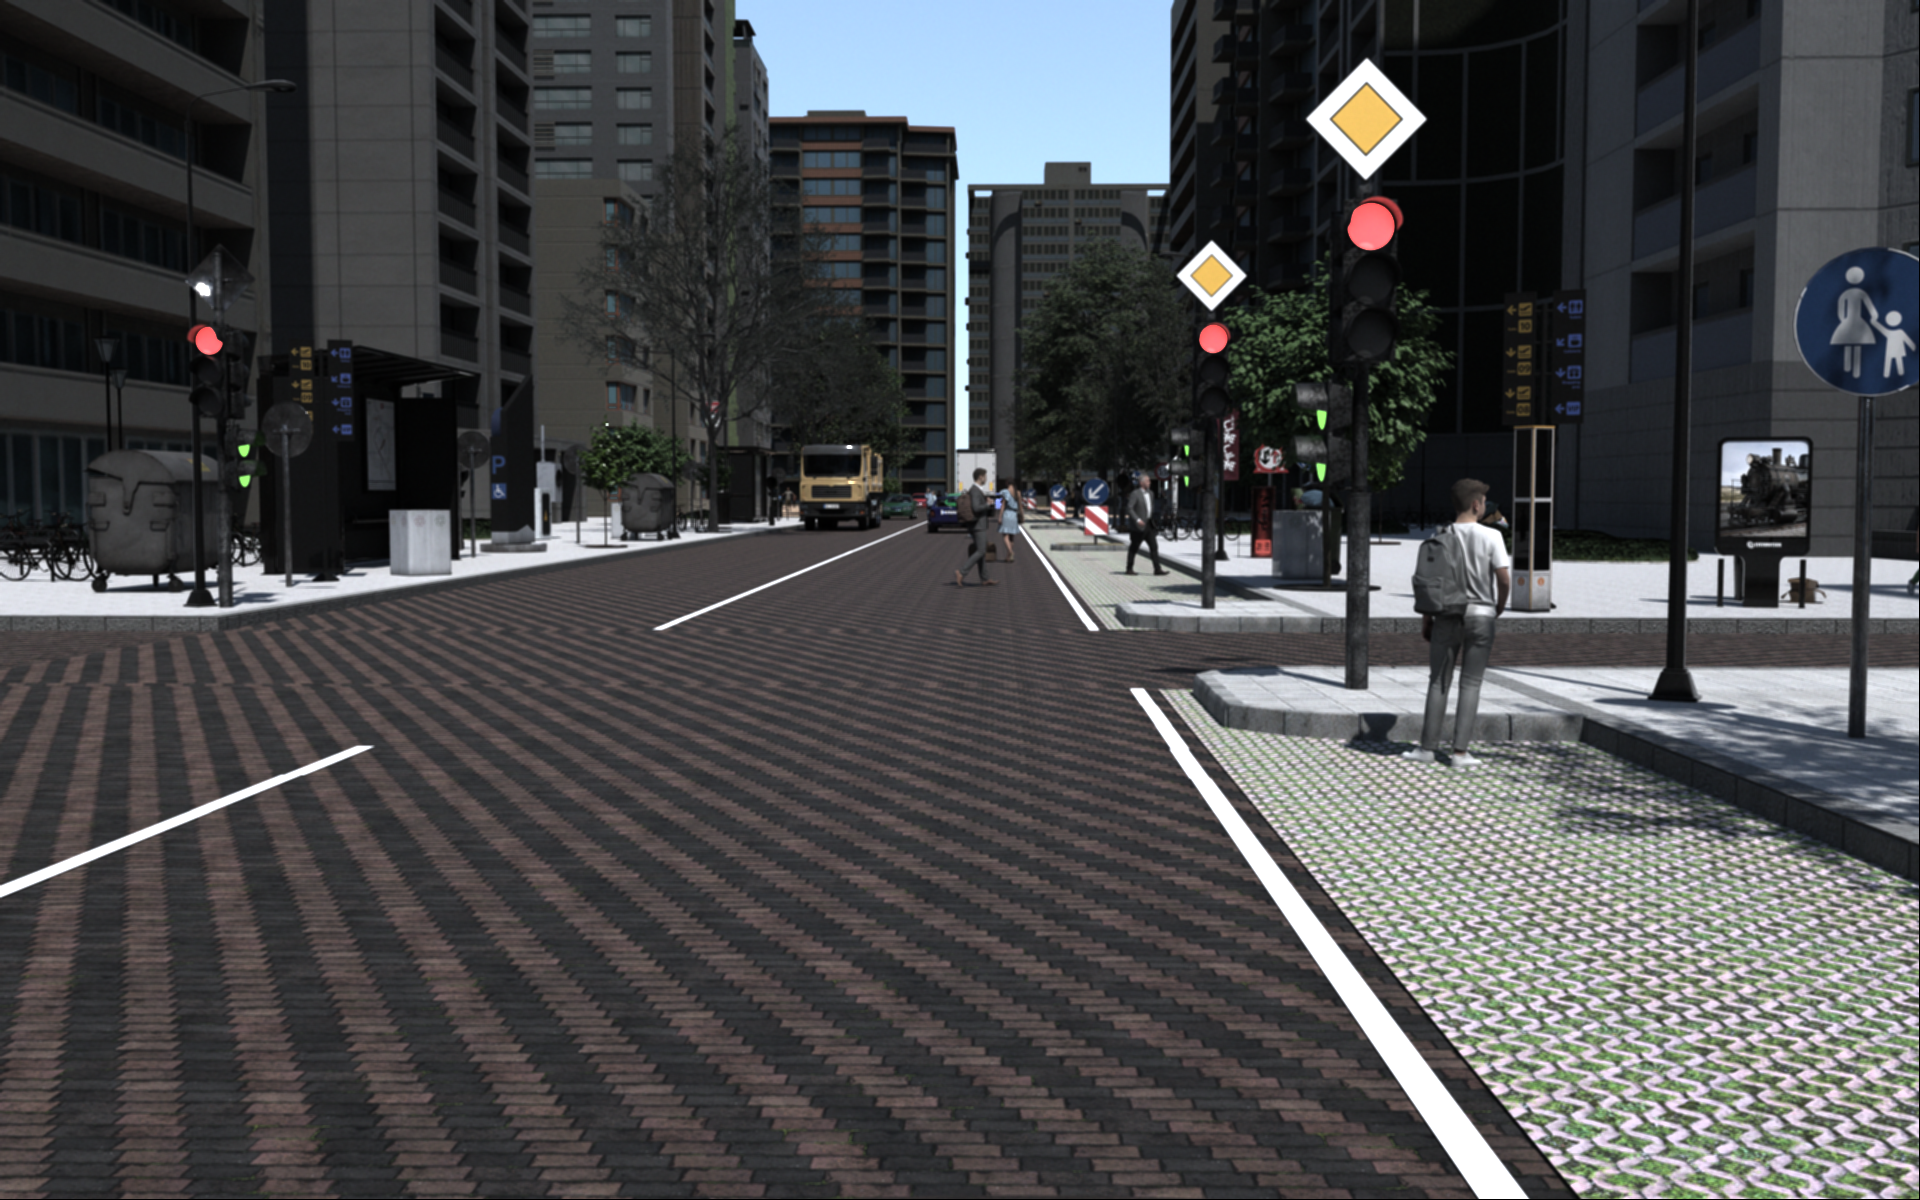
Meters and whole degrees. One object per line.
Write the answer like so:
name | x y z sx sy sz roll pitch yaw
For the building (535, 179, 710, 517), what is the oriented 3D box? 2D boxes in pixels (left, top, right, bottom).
building | -32.125 -16.200 109.913 27.650 21.520 28.899 0 4 1

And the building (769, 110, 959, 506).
building | -14.698 -33.397 200.659 28.867 44.769 22.147 0 4 1

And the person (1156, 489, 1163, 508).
person | 18.340 -9.275 158.415 0.721 1.736 1.217 -2 4 -35

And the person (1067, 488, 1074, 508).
person | 10.541 -9.464 160.871 1.348 1.812 0.705 1 4 20

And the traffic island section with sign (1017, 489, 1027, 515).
traffic island section with sign | 4.920 -6.886 121.217 1.989 1.847 2.006 0 4 1

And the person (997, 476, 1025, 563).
person | 1.083 -1.692 36.258 0.616 1.811 0.778 -1 4 -13

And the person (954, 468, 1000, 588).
person | 0.243 -1.117 26.735 0.822 1.834 0.622 -1 4 -19

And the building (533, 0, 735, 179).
building | -24.833 -27.341 130.617 14.154 41.232 14.086 0 4 1

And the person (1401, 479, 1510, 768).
person | 2.594 0.123 9.089 0.503 1.515 0.523 0 4 -6

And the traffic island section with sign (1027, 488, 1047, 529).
traffic island section with sign | 3.887 -3.820 71.078 1.989 1.847 2.006 0 4 1

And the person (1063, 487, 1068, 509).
person | 8.583 -8.389 143.075 0.599 1.838 0.709 0 4 4

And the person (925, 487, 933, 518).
person | -1.619 -5.171 93.319 0.793 1.790 0.793 2 4 23

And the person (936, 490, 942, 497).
person | -1.770 -7.890 138.327 0.721 1.723 1.217 3 4 37

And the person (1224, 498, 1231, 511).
person | 12.102 -4.535 80.308 0.853 1.813 0.709 1 4 15

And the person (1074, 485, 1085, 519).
person | 6.053 -5.031 88.888 0.643 1.750 0.593 -3 5 -43

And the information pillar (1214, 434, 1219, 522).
information pillar | 9.456 -4.428 63.750 0.183 3.616 0.504 3 5 43

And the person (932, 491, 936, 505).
person | -1.342 -4.839 89.421 0.330 1.601 0.589 0 4 4

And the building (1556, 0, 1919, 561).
building | 30.509 -30.313 37.623 28.212 58.520 21.231 0 4 1

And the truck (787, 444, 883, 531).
truck | -4.772 -4.535 70.067 3.469 3.379 9.791 0 4 2

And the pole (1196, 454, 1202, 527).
pole | 9.299 -4.495 67.334 0.158 3.312 0.155 0 3 0

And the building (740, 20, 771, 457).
building | -24.170 -28.693 152.719 14.086 41.232 14.154 0 4 1

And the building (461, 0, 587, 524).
building | -27.615 -38.882 73.979 20.563 71.187 20.611 0 4 1

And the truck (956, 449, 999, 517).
truck | 1.118 -7.600 113.172 2.839 4.237 11.283 0 4 1

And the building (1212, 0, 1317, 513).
building | 29.319 -28.539 121.239 22.147 44.769 28.867 0 4 1

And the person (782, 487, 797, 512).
person | -12.618 -7.412 127.230 1.348 1.824 0.705 0 4 7

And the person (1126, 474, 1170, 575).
person | 3.257 -1.307 30.263 0.834 1.777 0.661 3 5 40

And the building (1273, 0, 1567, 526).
building | 25.915 -39.073 77.090 20.563 71.187 20.611 0 4 1

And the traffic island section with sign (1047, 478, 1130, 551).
traffic island section with sign | 3.317 -2.171 44.129 1.989 1.847 2.006 0 4 1

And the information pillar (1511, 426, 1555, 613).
information pillar | 6.211 -0.875 18.791 0.304 2.012 0.304 -2 4 -26

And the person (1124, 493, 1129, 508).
person | 10.641 -6.300 112.283 0.421 1.427 0.697 -3 5 -44

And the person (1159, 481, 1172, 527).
person | 8.057 -3.737 67.494 0.716 1.782 0.532 2 4 35

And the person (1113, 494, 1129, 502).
person | 10.875 -6.698 116.385 1.217 1.723 0.721 -1 4 -9

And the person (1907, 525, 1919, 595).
person | 12.109 -0.691 21.597 0.306 1.304 0.590 -1 4 -14

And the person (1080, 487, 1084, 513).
person | 8.249 -6.785 117.639 0.621 1.740 0.551 1 4 13

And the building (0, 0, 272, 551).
building | -31.330 -25.467 40.091 21.300 48.544 21.600 0 4 1

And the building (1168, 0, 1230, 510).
building | 29.510 -32.017 147.172 21.300 48.544 21.600 0 4 1

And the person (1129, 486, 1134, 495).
person | 11.180 -6.574 113.545 0.705 1.822 1.348 0 4 5

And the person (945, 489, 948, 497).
person | -1.044 -8.036 139.875 0.705 1.826 1.348 0 4 -5

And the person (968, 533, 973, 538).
person | 0.490 -2.895 55.852 0.620 1.820 0.660 2 4 29

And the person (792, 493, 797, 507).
person | -15.904 -9.581 165.955 1.065 1.426 0.557 3 5 43

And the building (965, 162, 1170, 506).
building | 12.657 -31.402 205.305 23.993 40.220 32.217 0 4 1
